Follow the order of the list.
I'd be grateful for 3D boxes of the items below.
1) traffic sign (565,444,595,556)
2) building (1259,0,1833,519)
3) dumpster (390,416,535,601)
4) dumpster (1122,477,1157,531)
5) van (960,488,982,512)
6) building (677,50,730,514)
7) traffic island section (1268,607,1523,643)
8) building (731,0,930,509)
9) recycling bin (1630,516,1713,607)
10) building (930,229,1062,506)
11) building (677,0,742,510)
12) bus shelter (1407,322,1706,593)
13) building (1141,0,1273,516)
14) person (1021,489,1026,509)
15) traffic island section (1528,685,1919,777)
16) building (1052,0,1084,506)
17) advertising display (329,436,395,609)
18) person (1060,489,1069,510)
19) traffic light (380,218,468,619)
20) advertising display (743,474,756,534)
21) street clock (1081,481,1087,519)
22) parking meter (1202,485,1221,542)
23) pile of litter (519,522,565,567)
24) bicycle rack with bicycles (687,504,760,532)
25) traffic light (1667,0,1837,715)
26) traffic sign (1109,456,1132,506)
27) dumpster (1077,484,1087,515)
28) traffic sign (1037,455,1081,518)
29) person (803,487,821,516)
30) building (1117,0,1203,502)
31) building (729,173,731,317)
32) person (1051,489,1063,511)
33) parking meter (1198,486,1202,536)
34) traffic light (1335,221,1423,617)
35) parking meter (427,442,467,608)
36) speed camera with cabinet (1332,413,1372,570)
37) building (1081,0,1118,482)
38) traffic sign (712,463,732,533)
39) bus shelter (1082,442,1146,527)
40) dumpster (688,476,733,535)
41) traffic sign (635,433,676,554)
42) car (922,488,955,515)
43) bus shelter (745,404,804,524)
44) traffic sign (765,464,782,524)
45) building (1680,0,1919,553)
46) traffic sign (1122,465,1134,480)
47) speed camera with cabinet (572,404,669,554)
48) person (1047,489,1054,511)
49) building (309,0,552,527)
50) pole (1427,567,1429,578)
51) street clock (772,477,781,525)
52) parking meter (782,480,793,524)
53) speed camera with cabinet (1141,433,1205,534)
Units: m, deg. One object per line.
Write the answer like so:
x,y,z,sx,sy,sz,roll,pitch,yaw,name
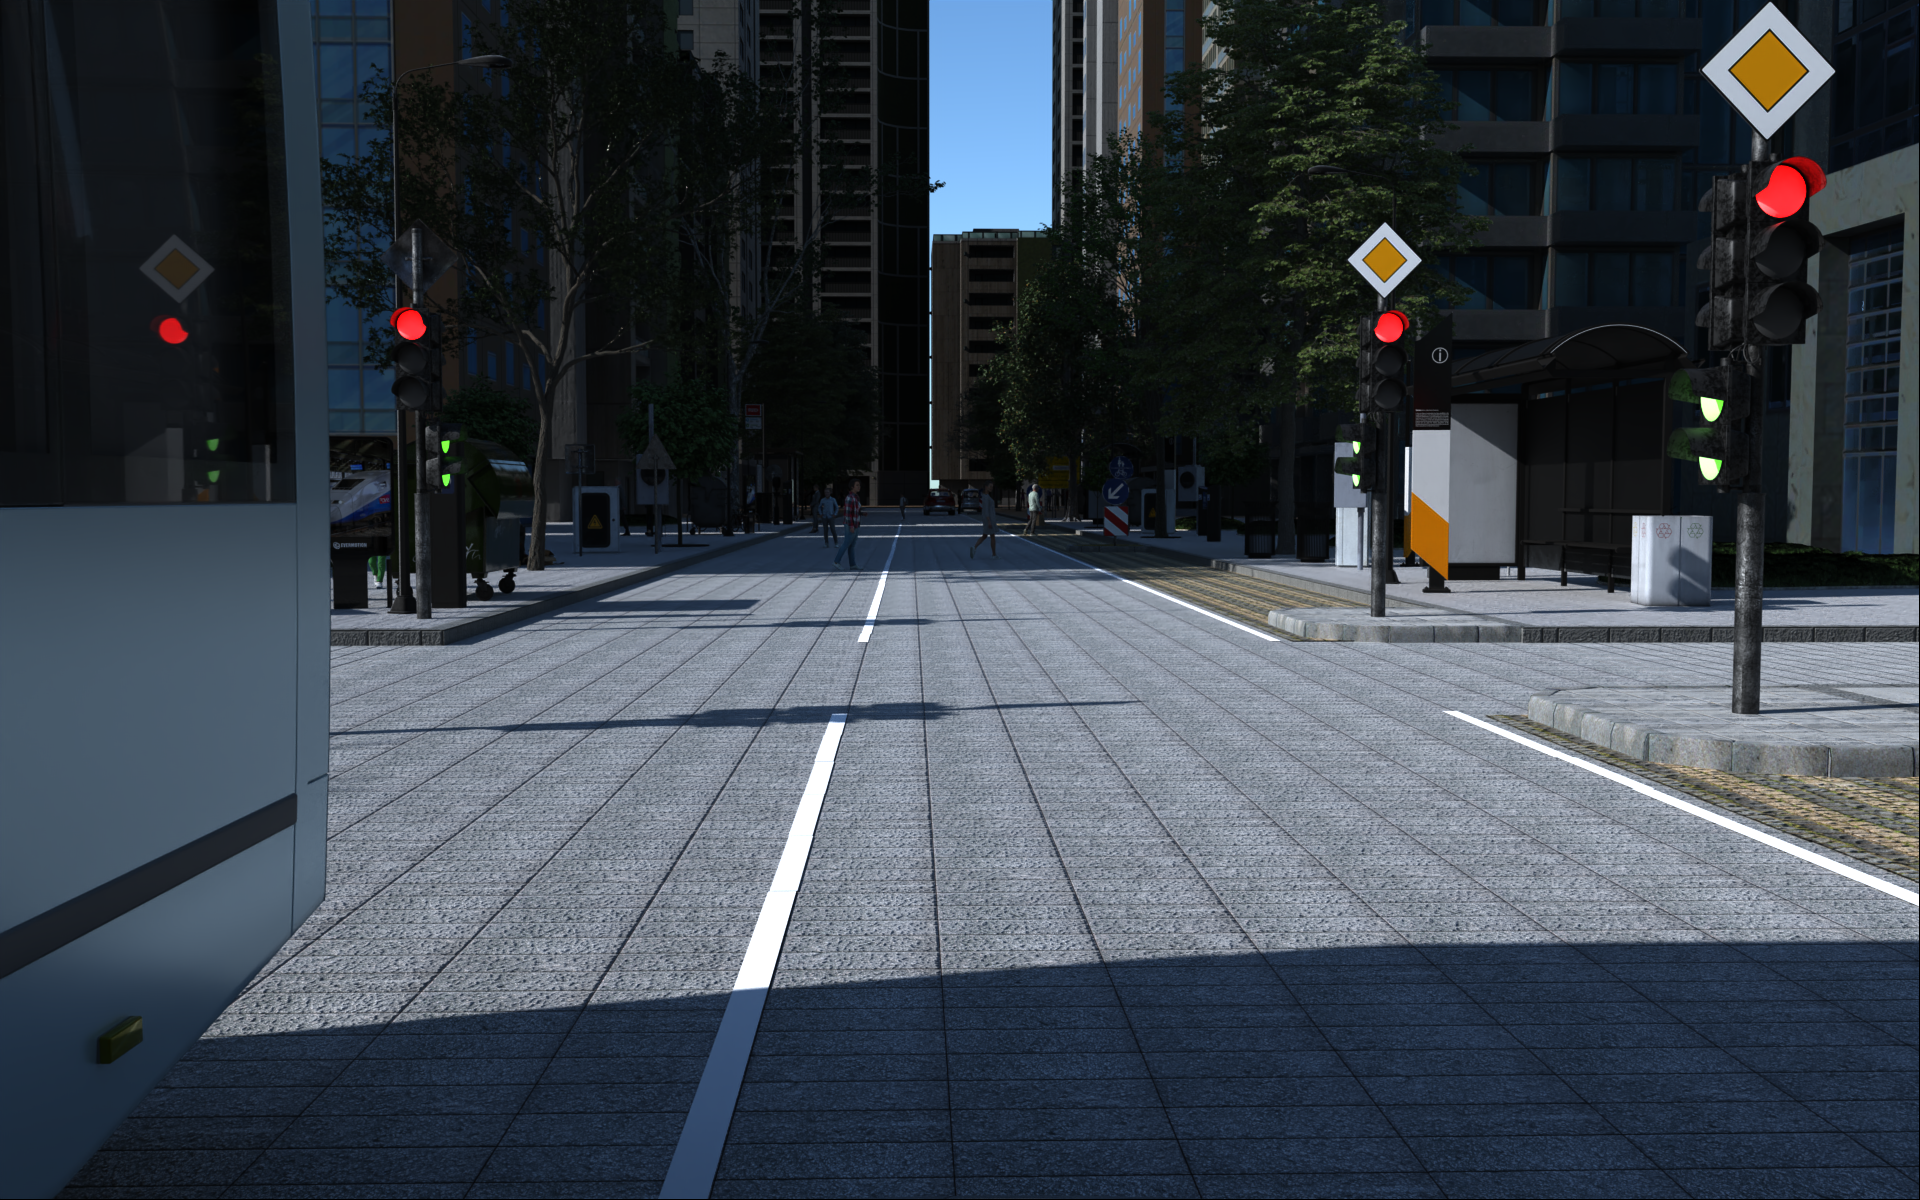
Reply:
-7.801,-2.046,35.576,0.606,2.300,0.079,0,4,0,traffic sign
26.318,-28.032,77.938,23.786,49.044,30.456,0,4,-2,building
-6.221,-1.159,21.442,1.502,2.255,1.985,0,4,-2,dumpster
6.135,-3.262,59.097,1.264,1.857,1.865,0,4,-2,dumpster
0.828,-7.897,136.132,2.013,2.044,4.112,0,4,-2,van
-23.178,-20.900,113.411,14.160,30.474,14.107,0,4,-2,building
4.397,0.254,18.129,2.009,0.180,2.903,0,4,-2,traffic island section
-13.670,-46.160,192.973,20.611,71.187,20.563,0,4,-2,building
8.248,-0.461,20.094,0.722,1.027,0.722,0,4,7,recycling bin
3.776,-25.669,191.396,14.107,30.474,14.160,0,4,-2,building
-28.245,-43.479,149.125,20.611,71.187,20.563,0,4,-2,building
7.701,-1.791,23.200,2.014,3.302,5.546,0,4,-2,bus shelter
28.019,-25.361,106.534,32.217,40.220,23.993,0,4,-2,building
5.473,-8.816,150.873,1.217,1.739,0.721,0,4,5,person
4.625,0.742,10.148,2.009,0.180,2.903,0,4,-2,traffic island section
21.287,-46.229,194.098,20.611,71.187,20.563,0,4,-2,building
-6.826,-0.864,19.343,0.974,1.923,0.123,-2,4,-24,advertising display
8.600,-8.055,137.697,1.348,1.831,0.705,0,4,-3,person
-5.501,-1.761,17.718,0.839,4.253,0.868,0,4,-2,traffic light
-6.861,-3.132,56.426,0.123,1.923,0.974,1,4,11,advertising display
6.382,-5.102,87.987,0.471,2.002,0.358,-2,4,-31,street clock
6.869,-2.349,46.818,0.372,1.533,0.369,0,3,0,parking meter
-7.787,-1.046,31.070,1.176,0.858,1.719,3,5,41,pile of litter
-7.957,-2.833,59.704,2.852,0.926,2.925,2,4,28,bicycle rack with bicycles
4.584,-1.291,10.033,0.839,4.253,0.868,0,4,-2,traffic light
5.379,-3.541,58.008,0.768,2.556,0.104,0,4,-1,traffic sign
6.492,-5.142,89.829,1.264,1.857,1.865,0,4,-2,dumpster
5.200,-5.942,91.018,2.265,3.308,0.079,0,4,1,traffic sign
-8.781,-5.886,103.100,1.217,1.723,0.721,-2,4,-33,person
19.088,-29.057,125.193,14.600,45.320,14.200,0,4,-2,building
-24.690,-21.797,128.075,14.160,30.474,14.107,0,4,-2,building
7.469,-7.816,134.569,1.217,1.736,0.721,-2,4,-27,person
7.543,-2.758,53.496,0.372,1.533,0.369,0,3,0,parking meter
4.356,-1.779,18.014,0.839,4.253,0.868,0,4,-2,traffic light
-5.788,-0.843,19.502,0.399,1.863,0.255,0,4,-3,parking meter
6.821,-2.186,30.081,0.660,3.252,2.038,1,4,15,speed camera with cabinet
20.896,-36.950,146.126,21.231,58.520,28.212,0,4,-2,building
-7.942,-3.511,57.504,0.768,2.556,0.104,0,4,0,traffic sign
6.204,-4.682,70.477,2.014,3.302,5.546,0,4,-2,bus shelter
-7.916,-3.009,54.948,1.264,1.857,1.865,0,4,-2,dumpster
-6.516,-2.269,37.104,0.884,2.594,0.081,0,4,0,traffic sign
-1.424,-6.678,117.857,2.281,1.827,5.304,0,4,-3,car
-8.544,-6.241,79.671,2.179,5.291,8.768,0,4,-2,bus shelter
-7.995,-4.536,74.272,0.768,2.556,0.104,0,4,7,traffic sign
32.976,-44.027,32.512,31.000,86.520,22.319,0,4,-2,building
5.942,-3.859,63.194,0.768,2.556,0.104,0,4,1,traffic sign
-7.392,-2.652,37.693,2.038,3.252,0.660,-1,4,-14,speed camera with cabinet
6.750,-7.564,129.576,0.599,1.838,0.709,-3,5,-41,person
-23.052,-25.128,60.956,14.600,45.320,14.200,0,4,-2,building
7.244,-1.992,26.408,0.158,3.312,0.155,0,3,0,pole
-7.628,-4.128,72.060,0.358,2.002,0.471,1,4,10,street clock
-7.283,-4.123,73.125,0.255,1.863,0.399,2,4,33,parking meter
6.840,-3.755,55.724,2.038,3.252,0.660,3,4,37,speed camera with cabinet
